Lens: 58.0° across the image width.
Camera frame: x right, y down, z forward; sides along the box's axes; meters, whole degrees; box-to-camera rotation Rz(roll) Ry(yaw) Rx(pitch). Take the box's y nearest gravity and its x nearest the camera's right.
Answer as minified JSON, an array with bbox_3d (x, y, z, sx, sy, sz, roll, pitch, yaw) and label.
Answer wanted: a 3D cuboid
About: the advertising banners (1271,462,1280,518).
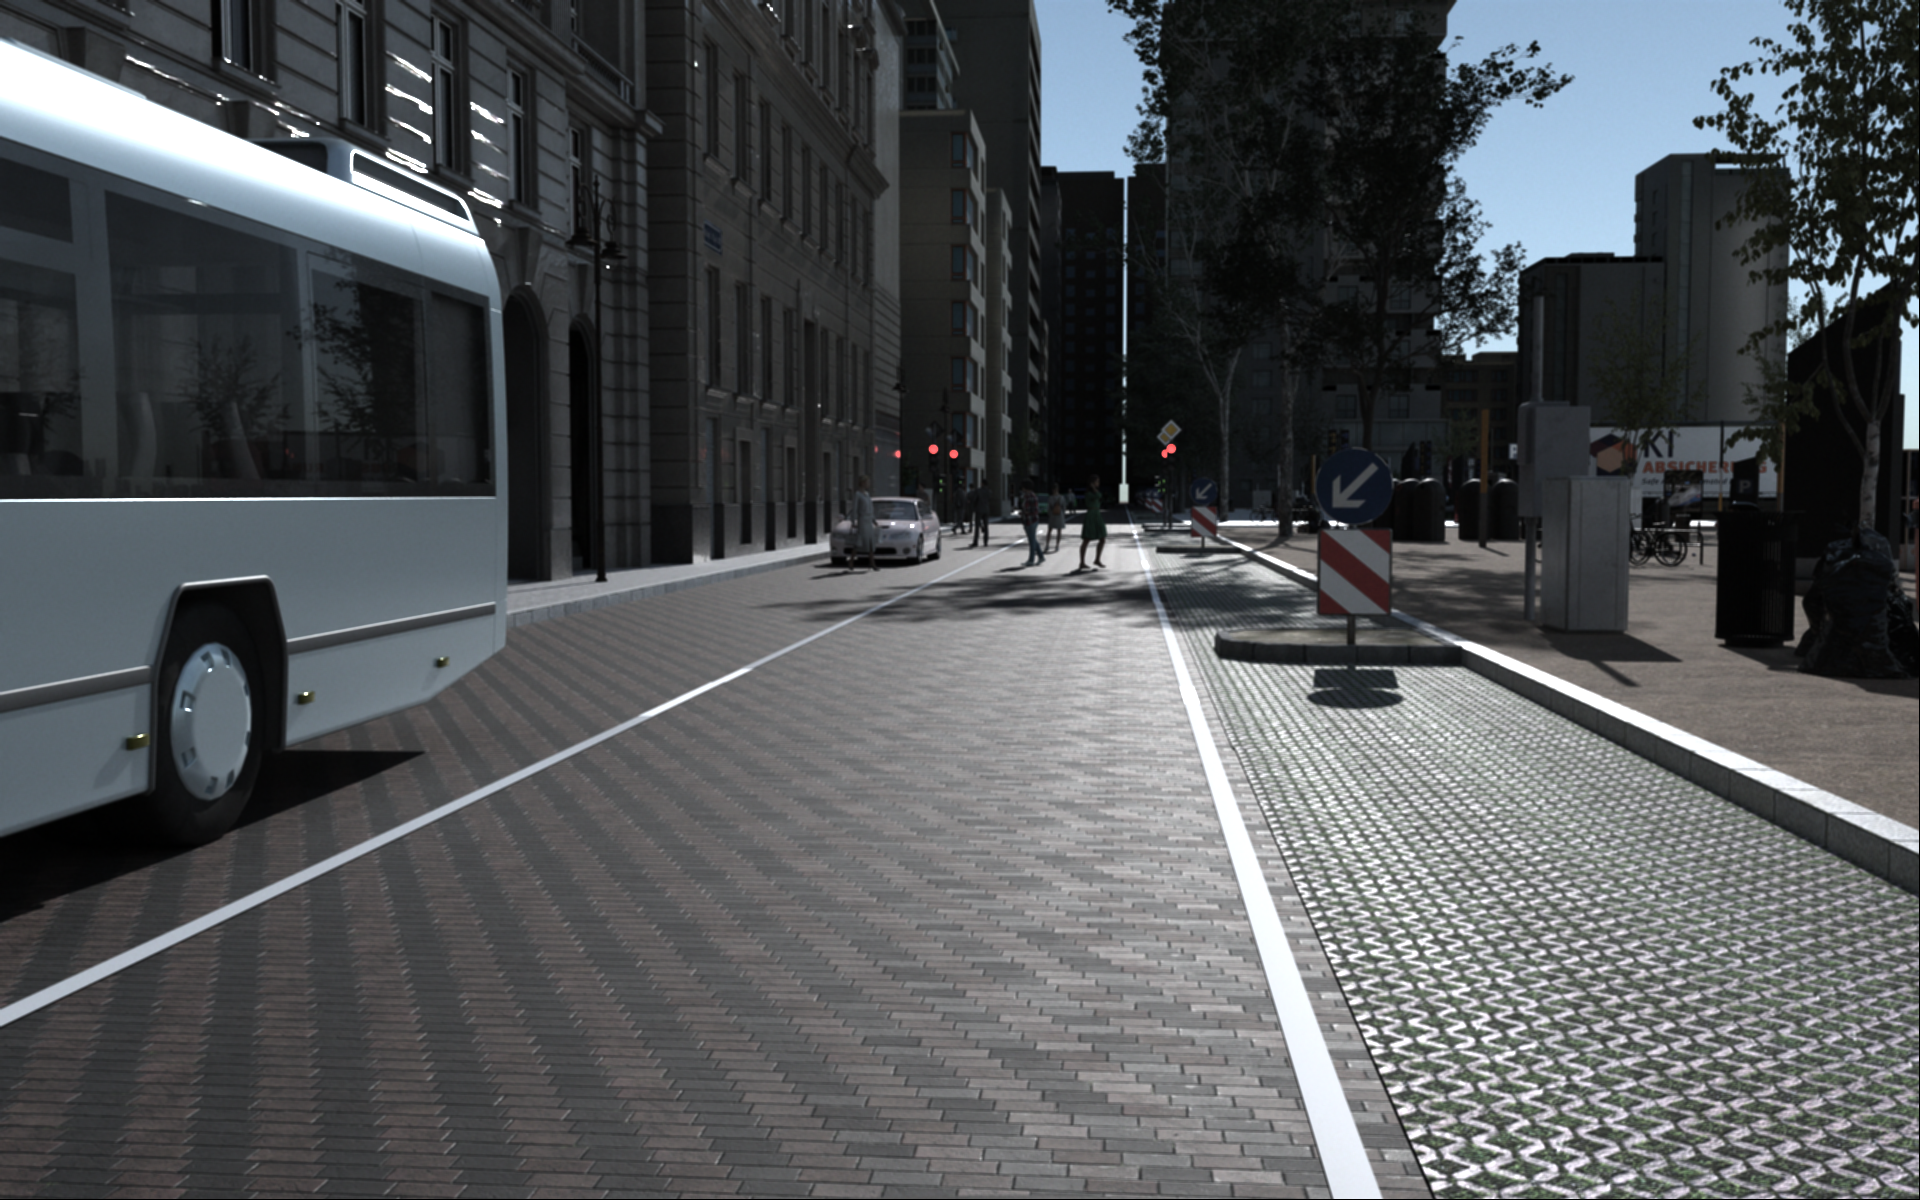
[{"bbox_3d":[16.987,-5.905,92.741,0.090,3.025,2.074,1,4,18],"label":"advertising banners"}]

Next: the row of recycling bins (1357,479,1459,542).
[{"bbox_3d":[12.280,-2.523,48.368,1.069,1.692,3.534,-1,4,-22],"label":"row of recycling bins"}]

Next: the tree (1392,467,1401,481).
[{"bbox_3d":[31.628,-8.003,125.457,1.663,3.219,1.824,0,3,0],"label":"tree"}]

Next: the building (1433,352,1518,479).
[{"bbox_3d":[79.557,-24.159,240.045,28.899,21.520,27.650,0,4,5],"label":"building"}]

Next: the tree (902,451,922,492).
[{"bbox_3d":[-2.564,-4.453,67.413,1.663,3.219,1.824,0,3,0],"label":"tree"}]

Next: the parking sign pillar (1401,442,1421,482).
[{"bbox_3d":[23.496,-6.232,90.358,1.447,3.967,1.447,-1,4,-10],"label":"parking sign pillar"}]

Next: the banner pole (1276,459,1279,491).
[{"bbox_3d":[22.981,-8.266,125.159,0.401,3.779,0.863,2,4,28],"label":"banner pole"}]

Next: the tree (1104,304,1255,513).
[{"bbox_3d":[14.558,-12.724,114.691,9.857,13.997,8.962,0,3,0],"label":"tree"}]

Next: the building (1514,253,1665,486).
[{"bbox_3d":[76.511,-26.901,211.532,14.107,30.474,14.160,0,4,5],"label":"building"}]

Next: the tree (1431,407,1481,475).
[{"bbox_3d":[40.670,-11.729,142.138,4.737,8.622,4.395,0,3,0],"label":"tree"}]

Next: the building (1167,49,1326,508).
[{"bbox_3d":[26.623,-29.355,163.548,14.154,41.232,14.086,0,4,5],"label":"building"}]

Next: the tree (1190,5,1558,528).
[{"bbox_3d":[7.842,-6.101,34.165,7.601,10.594,8.767,-2,4,-29],"label":"tree"}]

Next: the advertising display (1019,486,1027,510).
[{"bbox_3d":[5.126,-7.958,135.332,0.974,1.923,0.123,1,4,10],"label":"advertising display"}]

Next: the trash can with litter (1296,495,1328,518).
[{"bbox_3d":[18.907,-5.085,94.195,2.233,1.210,1.678,1,4,13],"label":"trash can with litter"}]

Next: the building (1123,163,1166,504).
[{"bbox_3d":[29.920,-35.893,236.962,14.200,45.320,14.600,0,4,5],"label":"building"}]

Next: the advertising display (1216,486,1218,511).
[{"bbox_3d":[19.814,-7.831,133.258,0.123,1.923,0.974,0,4,3],"label":"advertising display"}]

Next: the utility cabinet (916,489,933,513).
[{"bbox_3d":[-1.487,-4.006,74.170,0.318,1.500,1.173,2,4,26],"label":"utility cabinet"}]

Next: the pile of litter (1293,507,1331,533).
[{"bbox_3d":[11.551,-2.615,56.720,1.719,0.858,1.176,2,4,28],"label":"pile of litter"}]

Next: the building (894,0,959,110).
[{"bbox_3d":[-13.405,-26.847,130.826,32.217,40.220,23.993,0,4,5],"label":"building"}]

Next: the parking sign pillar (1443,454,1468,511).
[{"bbox_3d":[33.005,-7.791,115.854,1.447,3.967,1.447,2,4,29],"label":"parking sign pillar"}]

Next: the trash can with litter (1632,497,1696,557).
[{"bbox_3d":[14.425,-1.530,36.067,1.678,1.210,2.233,2,4,35],"label":"trash can with litter"}]

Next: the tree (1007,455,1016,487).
[{"bbox_3d":[2.037,-8.040,115.163,4.285,4.588,4.351,0,3,0],"label":"tree"}]

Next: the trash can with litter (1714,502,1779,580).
[{"bbox_3d":[11.655,-0.866,25.546,1.055,1.170,0.624,-3,5,-40],"label":"trash can with litter"}]

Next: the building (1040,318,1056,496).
[{"bbox_3d":[-4.138,-20.858,186.069,27.650,21.520,28.899,0,4,5],"label":"building"}]

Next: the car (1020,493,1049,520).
[{"bbox_3d":[4.314,-5.343,96.153,1.959,1.807,4.718,0,4,4],"label":"car"}]

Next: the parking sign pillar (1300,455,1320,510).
[{"bbox_3d":[23.869,-7.935,118.216,1.447,3.967,1.447,0,3,0],"label":"parking sign pillar"}]

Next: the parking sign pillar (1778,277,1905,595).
[{"bbox_3d":[11.312,-2.062,22.180,1.447,3.967,1.447,-3,5,-43],"label":"parking sign pillar"}]

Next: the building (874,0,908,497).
[{"bbox_3d":[-11.477,-12.974,61.283,18.267,20.994,9.793,0,4,5],"label":"building"}]

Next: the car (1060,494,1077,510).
[{"bbox_3d":[9.547,-8.938,154.938,1.959,1.807,4.718,0,4,5],"label":"car"}]

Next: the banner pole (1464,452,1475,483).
[{"bbox_3d":[30.315,-6.928,103.288,0.863,3.779,0.401,-1,4,-9],"label":"banner pole"}]

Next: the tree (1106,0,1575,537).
[{"bbox_3d":[10.628,-11.912,50.643,12.611,20.169,13.585,0,3,0],"label":"tree"}]

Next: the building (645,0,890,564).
[{"bbox_3d":[-9.391,-15.061,43.516,12.463,27.353,25.104,0,4,5],"label":"building"}]

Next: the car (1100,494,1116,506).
[{"bbox_3d":[17.442,-12.004,205.057,1.959,1.807,4.718,0,4,7],"label":"car"}]

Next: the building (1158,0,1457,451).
[{"bbox_3d":[35.499,-36.329,183.212,28.713,52.752,27.495,0,4,5],"label":"building"}]

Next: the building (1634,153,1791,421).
[{"bbox_3d":[90.623,-32.208,210.201,14.086,41.232,14.154,0,4,5],"label":"building"}]

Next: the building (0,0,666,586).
[{"bbox_3d":[-12.424,-10.858,19.323,13.314,21.916,24.055,0,4,5],"label":"building"}]

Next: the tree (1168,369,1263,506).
[{"bbox_3d":[14.764,-9.293,102.302,4.360,8.622,3.978,0,3,0],"label":"tree"}]

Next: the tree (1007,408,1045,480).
[{"bbox_3d":[5.343,-11.991,146.409,4.737,8.622,4.395,0,3,0],"label":"tree"}]

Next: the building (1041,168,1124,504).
[{"bbox_3d":[15.434,-36.049,239.503,14.200,45.320,14.600,0,4,5],"label":"building"}]

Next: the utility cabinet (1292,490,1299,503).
[{"bbox_3d":[18.723,-5.497,98.562,0.318,1.500,1.173,-3,5,-45],"label":"utility cabinet"}]

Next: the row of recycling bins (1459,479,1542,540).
[{"bbox_3d":[15.897,-2.566,49.064,3.534,1.692,1.069,-1,4,-9],"label":"row of recycling bins"}]

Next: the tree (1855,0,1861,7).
[{"bbox_3d":[5.669,-3.505,7.670,4.360,8.622,3.978,0,3,0],"label":"tree"}]

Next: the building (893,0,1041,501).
[{"bbox_3d":[-3.720,-32.795,159.894,21.300,48.544,21.600,0,4,5],"label":"building"}]

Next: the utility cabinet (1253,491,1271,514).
[{"bbox_3d":[19.549,-6.328,112.134,1.173,1.500,0.318,1,4,11],"label":"utility cabinet"}]

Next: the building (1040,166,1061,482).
[{"bbox_3d":[5.638,-32.678,217.875,14.086,41.232,14.154,0,4,5],"label":"building"}]

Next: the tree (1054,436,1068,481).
[{"bbox_3d":[10.870,-15.800,208.696,4.360,8.622,3.978,0,3,0],"label":"tree"}]

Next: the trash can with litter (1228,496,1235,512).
[{"bbox_3d":[19.467,-6.910,124.369,0.624,1.170,1.055,-1,4,-14],"label":"trash can with litter"}]

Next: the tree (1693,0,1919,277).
[{"bbox_3d":[9.488,-4.124,17.794,4.737,8.622,4.395,0,3,0],"label":"tree"}]

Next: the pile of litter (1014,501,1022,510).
[{"bbox_3d":[4.534,-7.553,137.457,1.176,0.858,1.719,3,4,38],"label":"pile of litter"}]

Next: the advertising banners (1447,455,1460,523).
[{"bbox_3d":[21.999,-4.918,76.601,0.090,3.025,2.074,-1,4,-9],"label":"advertising banners"}]

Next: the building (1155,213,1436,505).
[{"bbox_3d":[39.962,-31.627,208.986,32.217,40.220,23.993,0,4,5],"label":"building"}]

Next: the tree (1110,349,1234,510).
[{"bbox_3d":[17.534,-14.204,142.599,12.009,13.543,11.850,0,3,0],"label":"tree"}]

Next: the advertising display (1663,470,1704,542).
[{"bbox_3d":[19.307,-2.510,46.258,0.974,1.923,0.123,1,4,11],"label":"advertising display"}]

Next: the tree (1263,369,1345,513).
[{"bbox_3d":[20.551,-9.311,102.596,4.360,8.622,3.978,0,3,0],"label":"tree"}]

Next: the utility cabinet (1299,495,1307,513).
[{"bbox_3d":[22.026,-6.190,112.364,1.020,1.237,0.306,-2,4,-29],"label":"utility cabinet"}]

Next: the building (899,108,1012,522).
[{"bbox_3d":[-11.943,-15.202,93.596,27.650,21.520,28.899,0,4,5],"label":"building"}]

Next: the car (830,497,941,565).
[{"bbox_3d":[-1.524,-1.496,36.816,2.083,1.381,4.827,0,4,7],"label":"car"}]
